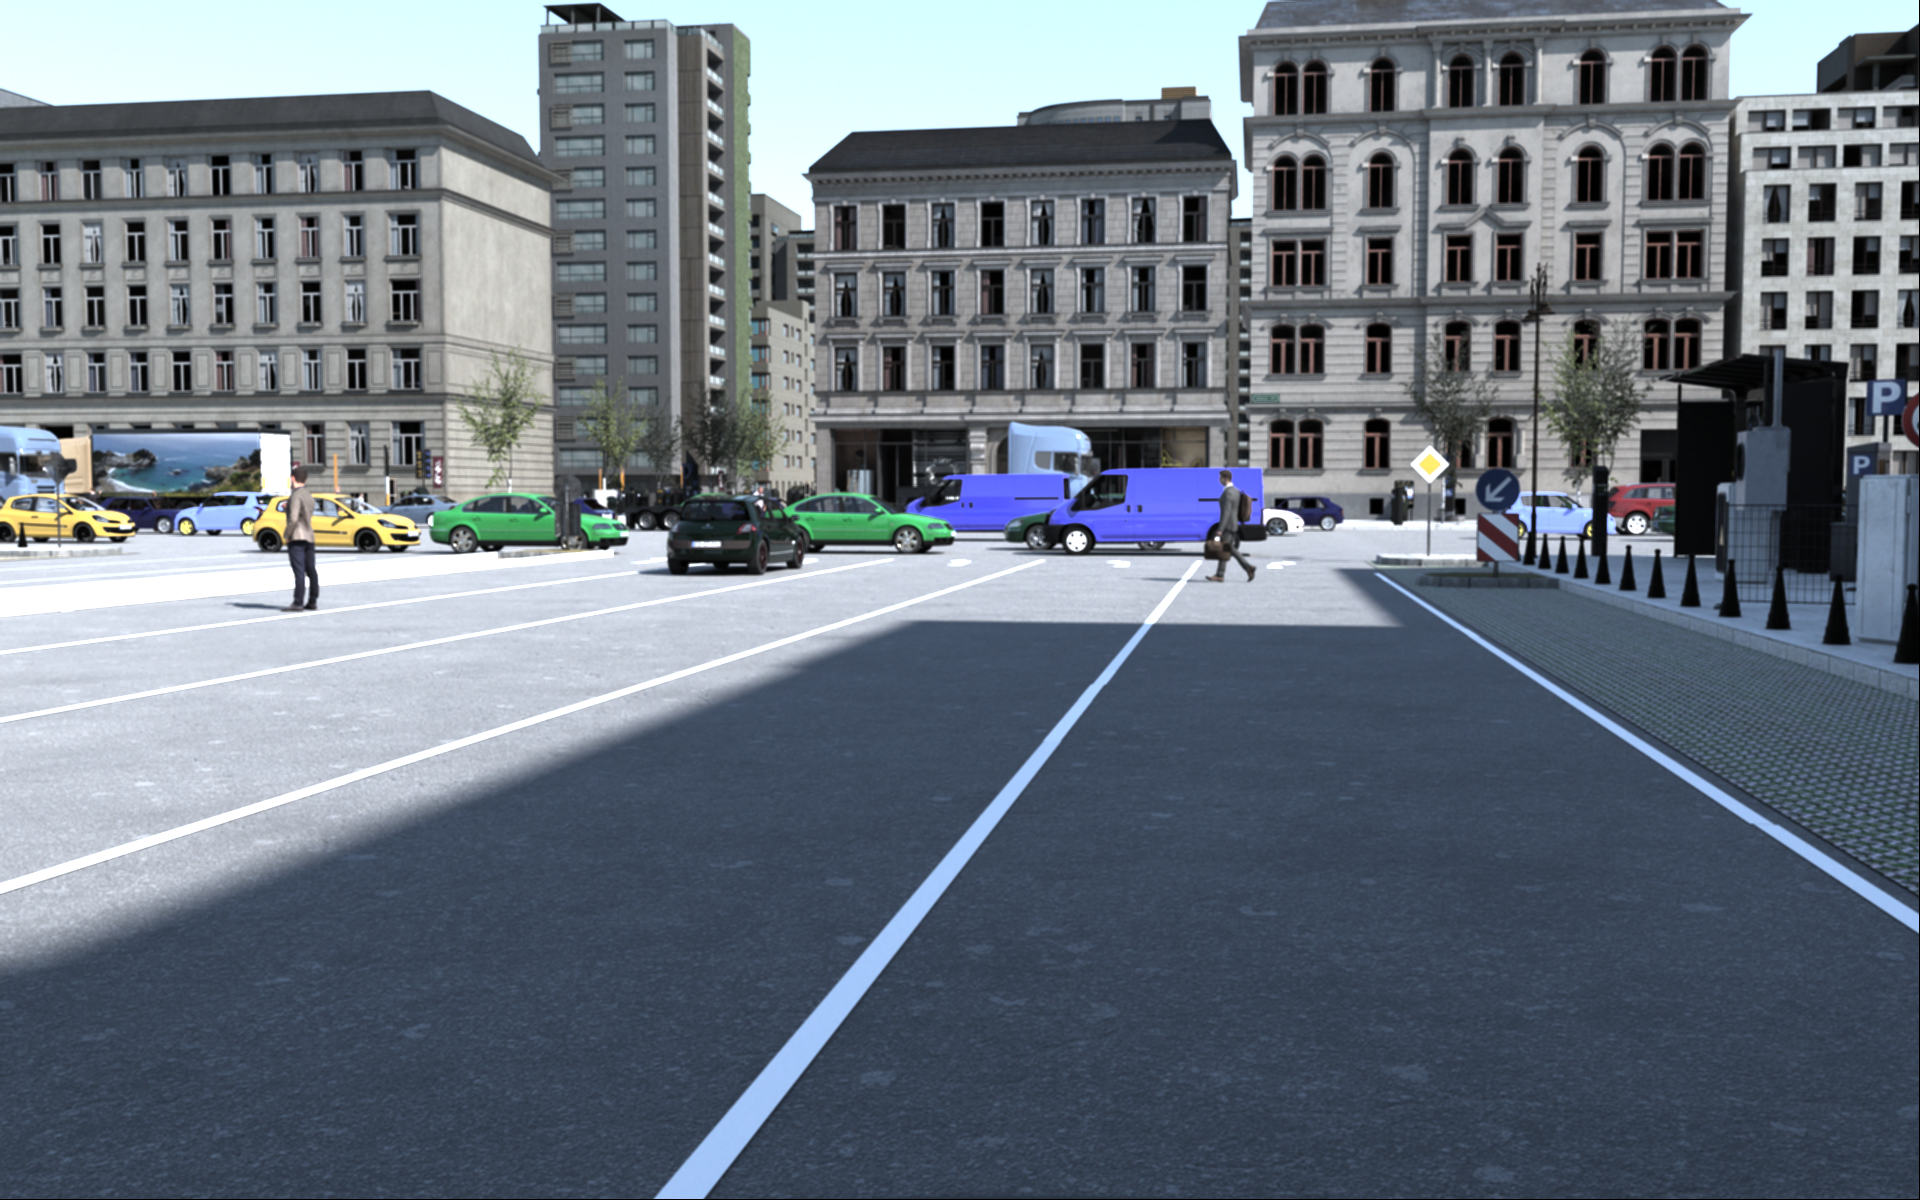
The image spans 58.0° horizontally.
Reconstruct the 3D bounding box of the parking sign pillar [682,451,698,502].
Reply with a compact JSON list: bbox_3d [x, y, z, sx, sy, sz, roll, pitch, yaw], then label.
[{"bbox_3d":[-16.902,-7.347,108.595,1.447,3.967,1.447,-3,4,-38],"label":"parking sign pillar"}]

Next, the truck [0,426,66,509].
[{"bbox_3d":[-42.955,-4.686,66.368,18.799,4.110,2.967,0,4,8],"label":"truck"}]

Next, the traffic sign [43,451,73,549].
[{"bbox_3d":[-21.194,-2.267,40.709,0.795,2.450,0.064,1,4,10],"label":"traffic sign"}]

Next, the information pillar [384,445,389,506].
[{"bbox_3d":[-27.222,-5.559,82.237,0.183,3.616,0.504,-2,4,-31],"label":"information pillar"}]

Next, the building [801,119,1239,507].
[{"bbox_3d":[-5.519,-14.855,93.793,40.483,20.767,10.553,1,4,10],"label":"building"}]

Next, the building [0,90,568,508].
[{"bbox_3d":[-40.300,-16.422,101.788,30.059,22.955,16.112,1,4,10],"label":"building"}]

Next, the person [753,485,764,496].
[{"bbox_3d":[-6.510,-2.859,56.188,0.756,1.711,0.436,-3,5,-41],"label":"person"}]

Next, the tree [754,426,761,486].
[{"bbox_3d":[-14.778,-9.927,112.671,4.360,8.622,3.978,0,3,0],"label":"tree"}]

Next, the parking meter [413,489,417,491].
[{"bbox_3d":[-38.230,-6.967,122.328,0.372,1.533,0.369,0,3,0],"label":"parking meter"}]

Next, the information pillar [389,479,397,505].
[{"bbox_3d":[-27.420,-4.848,83.763,0.304,2.012,0.304,0,4,-3],"label":"information pillar"}]

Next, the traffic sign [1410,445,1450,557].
[{"bbox_3d":[9.606,-1.947,35.472,0.795,2.450,0.064,1,4,10],"label":"traffic sign"}]

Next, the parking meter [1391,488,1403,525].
[{"bbox_3d":[19.822,-4.304,78.789,0.372,1.533,0.369,0,3,0],"label":"parking meter"}]

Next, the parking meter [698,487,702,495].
[{"bbox_3d":[-20.569,-8.036,137.091,0.255,1.863,0.399,1,4,17],"label":"parking meter"}]

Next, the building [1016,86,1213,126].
[{"bbox_3d":[22.779,-43.620,255.191,28.212,58.520,21.231,1,4,10],"label":"building"}]

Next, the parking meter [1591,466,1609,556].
[{"bbox_3d":[13.222,-1.839,35.783,0.255,1.863,0.399,1,4,10],"label":"parking meter"}]

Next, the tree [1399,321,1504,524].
[{"bbox_3d":[21.061,-7.587,74.402,4.360,8.622,3.978,0,3,0],"label":"tree"}]

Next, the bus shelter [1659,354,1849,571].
[{"bbox_3d":[14.448,-2.485,31.919,1.731,3.624,6.357,1,4,10],"label":"bus shelter"}]

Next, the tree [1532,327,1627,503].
[{"bbox_3d":[27.071,-7.660,75.601,4.737,8.622,4.395,0,3,0],"label":"tree"}]

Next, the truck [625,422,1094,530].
[{"bbox_3d":[-3.593,-4.706,66.705,18.799,4.110,2.967,1,4,11],"label":"truck"}]

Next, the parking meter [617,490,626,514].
[{"bbox_3d":[-22.265,-6.481,114.375,0.372,1.533,0.369,0,3,0],"label":"parking meter"}]

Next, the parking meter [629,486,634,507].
[{"bbox_3d":[-23.661,-7.285,124.820,0.255,1.863,0.399,-2,4,-26],"label":"parking meter"}]

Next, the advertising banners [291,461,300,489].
[{"bbox_3d":[-36.331,-5.897,92.599,2.074,3.025,0.090,-2,4,-27],"label":"advertising banners"}]

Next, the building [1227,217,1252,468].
[{"bbox_3d":[43.098,-34.544,248.385,14.086,41.232,14.154,1,4,10],"label":"building"}]

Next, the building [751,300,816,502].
[{"bbox_3d":[-29.645,-20.245,176.044,28.899,21.520,27.650,1,4,10],"label":"building"}]

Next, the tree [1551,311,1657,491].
[{"bbox_3d":[26.261,-7.339,70.352,4.360,8.622,3.978,0,3,0],"label":"tree"}]

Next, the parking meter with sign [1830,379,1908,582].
[{"bbox_3d":[13.509,-1.808,25.816,0.543,3.016,1.738,3,5,44],"label":"parking meter with sign"}]

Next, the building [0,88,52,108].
[{"bbox_3d":[-65.161,-17.529,104.628,19.932,24.808,12.078,1,4,10],"label":"building"}]

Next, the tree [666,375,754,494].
[{"bbox_3d":[-15.044,-9.430,104.535,4.360,8.622,3.978,0,3,0],"label":"tree"}]

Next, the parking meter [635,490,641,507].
[{"bbox_3d":[-20.856,-6.340,112.069,0.372,1.533,0.369,0,3,0],"label":"parking meter"}]

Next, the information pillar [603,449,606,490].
[{"bbox_3d":[-18.440,-6.025,89.856,0.183,3.616,0.504,0,4,-7],"label":"information pillar"}]

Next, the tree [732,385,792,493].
[{"bbox_3d":[-13.793,-10.267,118.231,4.737,8.622,4.395,0,3,0],"label":"tree"}]

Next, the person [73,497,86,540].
[{"bbox_3d":[-27.261,-2.519,53.603,0.435,1.345,0.340,-2,4,-24],"label":"person"}]

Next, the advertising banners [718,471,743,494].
[{"bbox_3d":[-17.106,-8.116,128.882,2.074,3.025,0.090,2,4,23],"label":"advertising banners"}]

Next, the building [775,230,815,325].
[{"bbox_3d":[-19.904,-35.236,259.699,14.086,41.232,14.154,1,4,10],"label":"building"}]

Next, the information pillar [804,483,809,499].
[{"bbox_3d":[-10.225,-6.783,115.389,0.304,2.012,0.304,-2,4,-30],"label":"information pillar"}]

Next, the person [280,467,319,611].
[{"bbox_3d":[-8.257,-0.754,21.356,0.750,1.759,0.617,2,4,23],"label":"person"}]

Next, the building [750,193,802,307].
[{"bbox_3d":[-36.970,-39.257,265.545,21.600,48.544,21.300,1,4,10],"label":"building"}]

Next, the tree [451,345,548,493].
[{"bbox_3d":[-22.250,-8.201,84.456,4.737,8.622,4.395,0,3,0],"label":"tree"}]

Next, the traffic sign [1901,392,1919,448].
[{"bbox_3d":[11.680,-1.264,20.772,0.768,2.556,0.104,1,4,17],"label":"traffic sign"}]

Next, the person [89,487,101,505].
[{"bbox_3d":[-36.423,-3.888,72.866,0.445,1.727,0.742,0,4,-6],"label":"person"}]

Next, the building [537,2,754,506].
[{"bbox_3d":[-26.363,-28.351,147.130,14.154,41.232,14.086,1,4,10],"label":"building"}]

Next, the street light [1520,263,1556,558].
[{"bbox_3d":[11.552,-3.789,34.738,0.468,5.910,1.993,1,4,10],"label":"street light"}]

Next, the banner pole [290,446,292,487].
[{"bbox_3d":[-31.029,-5.474,79.512,0.401,3.779,0.863,3,5,41],"label":"banner pole"}]

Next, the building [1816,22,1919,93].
[{"bbox_3d":[89.491,-31.328,162.329,14.200,45.320,14.600,1,4,10],"label":"building"}]

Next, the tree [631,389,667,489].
[{"bbox_3d":[-21.079,-10.468,121.506,4.360,8.622,3.978,0,3,0],"label":"tree"}]

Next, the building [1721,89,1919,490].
[{"bbox_3d":[46.001,-14.099,85.269,16.860,20.320,10.420,1,4,10],"label":"building"}]

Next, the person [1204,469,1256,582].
[{"bbox_3d":[4.394,-1.203,28.126,0.822,1.834,0.622,1,4,12],"label":"person"}]

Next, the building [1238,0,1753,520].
[{"bbox_3d":[26.254,-18.473,89.424,23.554,28.519,14.401,1,4,10],"label":"building"}]

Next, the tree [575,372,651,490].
[{"bbox_3d":[-21.169,-9.480,105.355,4.737,8.622,4.395,0,3,0],"label":"tree"}]

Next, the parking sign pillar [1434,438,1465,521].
[{"bbox_3d":[23.251,-5.732,82.182,1.447,3.967,1.447,1,4,20],"label":"parking sign pillar"}]

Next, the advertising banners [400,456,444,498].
[{"bbox_3d":[-24.940,-5.147,80.345,2.074,3.025,0.090,0,4,2],"label":"advertising banners"}]
